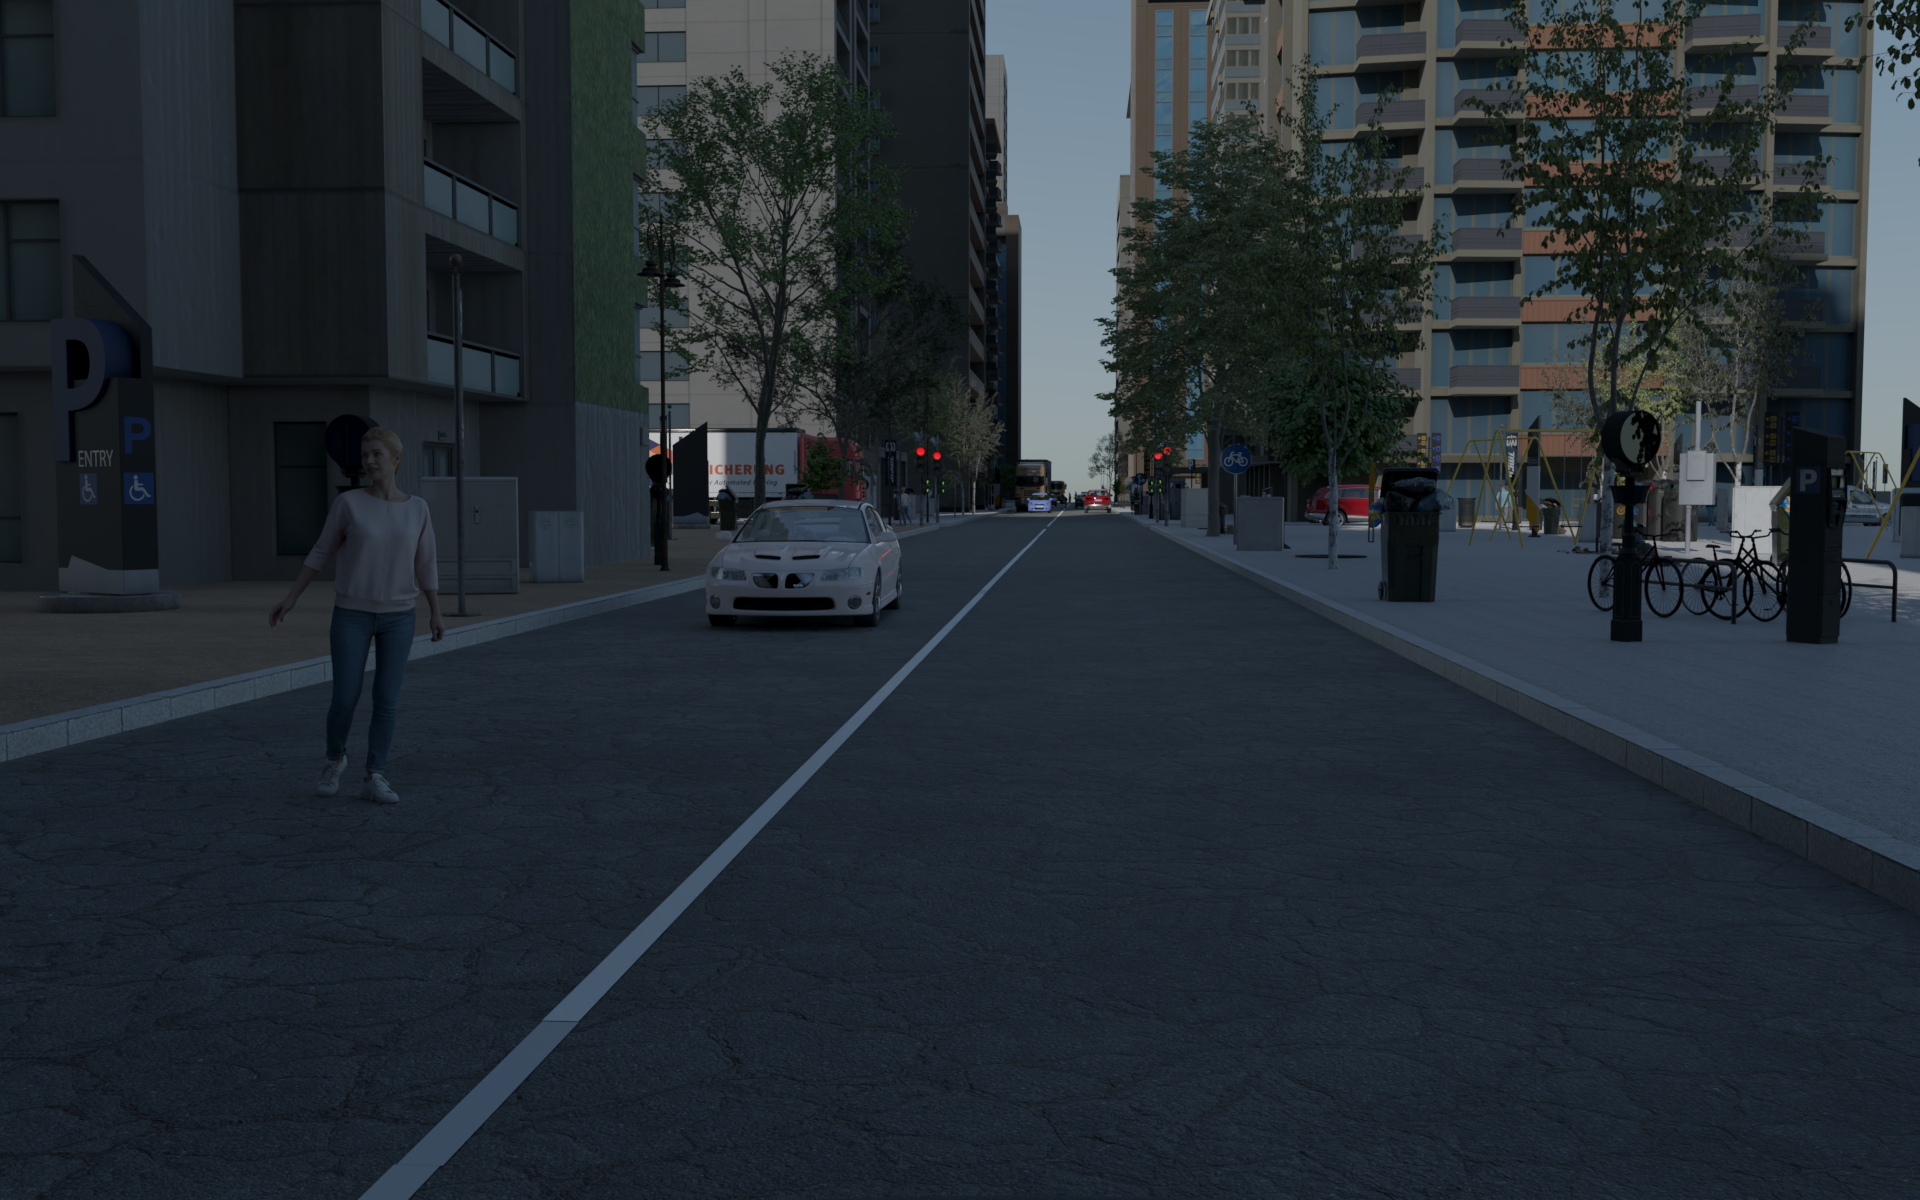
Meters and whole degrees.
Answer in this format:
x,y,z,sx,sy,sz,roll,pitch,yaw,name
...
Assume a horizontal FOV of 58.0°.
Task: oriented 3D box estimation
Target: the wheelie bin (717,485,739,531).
x,y,z,sx,sy,sz,roll,pitch,yaw,name
-8.180,-3.246,60.983,0.693,1.594,0.980,0,4,2,wheelie bin

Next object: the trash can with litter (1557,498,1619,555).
x,y,z,sx,sy,sz,roll,pitch,yaw,name
13.798,-1.614,37.448,1.678,1.210,2.233,-1,4,-13,trash can with litter

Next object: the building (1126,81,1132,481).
x,y,z,sx,sy,sz,roll,pitch,yaw,name
34.796,-37.978,210.174,28.713,52.752,27.495,0,4,4,building

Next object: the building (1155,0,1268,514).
x,y,z,sx,sy,sz,roll,pitch,yaw,name
29.242,-25.783,113.430,32.217,40.220,23.993,0,4,4,building

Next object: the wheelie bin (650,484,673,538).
x,y,z,sx,sy,sz,roll,pitch,yaw,name
-8.663,-2.566,49.865,0.693,1.594,0.980,1,4,22,wheelie bin

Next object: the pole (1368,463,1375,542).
x,y,z,sx,sy,sz,roll,pitch,yaw,name
10.910,-3.182,45.863,0.158,3.312,0.155,0,3,0,pole

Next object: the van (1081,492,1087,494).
x,y,z,sx,sy,sz,roll,pitch,yaw,name
21.087,-17.483,292.864,2.013,2.044,4.112,0,4,4,van

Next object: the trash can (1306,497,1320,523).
x,y,z,sx,sy,sz,roll,pitch,yaw,name
15.616,-3.948,76.195,0.748,1.137,0.748,0,3,0,trash can

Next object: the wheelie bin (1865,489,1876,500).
x,y,z,sx,sy,sz,roll,pitch,yaw,name
57.769,-6.250,110.092,0.693,1.594,0.980,1,4,9,wheelie bin

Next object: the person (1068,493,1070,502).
x,y,z,sx,sy,sz,roll,pitch,yaw,name
18.994,-17.783,300.046,0.445,1.727,0.742,0,4,3,person

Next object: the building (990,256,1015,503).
x,y,z,sx,sy,sz,roll,pitch,yaw,name
-7.112,-34.183,250.769,32.217,40.220,23.993,0,4,4,building

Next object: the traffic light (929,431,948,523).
x,y,z,sx,sy,sz,roll,pitch,yaw,name
-0.984,-5.418,77.497,0.839,4.253,0.868,0,4,4,traffic light

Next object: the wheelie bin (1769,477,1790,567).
x,y,z,sx,sy,sz,roll,pitch,yaw,name
14.792,-1.399,30.783,0.693,1.594,0.980,1,4,14,wheelie bin

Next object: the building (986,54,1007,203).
x,y,z,sx,sy,sz,roll,pitch,yaw,name
-0.351,-51.959,287.773,20.563,71.187,20.611,0,4,4,building

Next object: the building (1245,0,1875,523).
x,y,z,sx,sy,sz,roll,pitch,yaw,name
28.206,-26.387,86.053,28.867,44.769,22.147,0,4,4,building

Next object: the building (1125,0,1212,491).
x,y,z,sx,sy,sz,roll,pitch,yaw,name
20.946,-30.021,140.955,14.600,45.320,14.200,0,4,4,building

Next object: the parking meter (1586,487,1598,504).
x,y,z,sx,sy,sz,roll,pitch,yaw,name
21.648,-3.117,59.373,0.372,1.533,0.369,0,3,0,parking meter

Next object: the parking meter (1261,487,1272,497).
x,y,z,sx,sy,sz,roll,pitch,yaw,name
10.530,-3.122,59.452,0.372,1.533,0.369,0,3,0,parking meter

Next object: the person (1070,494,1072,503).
x,y,z,sx,sy,sz,roll,pitch,yaw,name
17.237,-15.740,269.070,0.599,1.433,0.991,-1,4,-10,person

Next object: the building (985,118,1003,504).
x,y,z,sx,sy,sz,roll,pitch,yaw,name
-6.521,-33.279,198.735,22.147,44.769,28.867,0,4,4,building

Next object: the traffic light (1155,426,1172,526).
x,y,z,sx,sy,sz,roll,pitch,yaw,name
8.205,-4.890,68.876,0.839,4.253,0.868,0,4,4,traffic light

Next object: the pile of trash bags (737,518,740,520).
x,y,z,sx,sy,sz,roll,pitch,yaw,name
-12.482,-4.619,85.275,3.447,1.369,1.912,1,4,9,pile of trash bags

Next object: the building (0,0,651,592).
x,y,z,sx,sy,sz,roll,pitch,yaw,name
-13.755,-21.039,27.583,14.154,41.232,14.086,0,4,4,building

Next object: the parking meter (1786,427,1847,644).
x,y,z,sx,sy,sz,roll,pitch,yaw,name
7.375,-0.562,14.907,0.255,1.863,0.399,-2,4,-30,parking meter

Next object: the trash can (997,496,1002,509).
x,y,z,sx,sy,sz,roll,pitch,yaw,name
3.338,-8.482,150.330,0.748,1.137,0.748,0,3,0,trash can

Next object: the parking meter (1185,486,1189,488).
x,y,z,sx,sy,sz,roll,pitch,yaw,name
16.934,-7.596,129.909,0.399,1.863,0.255,3,4,36,parking meter

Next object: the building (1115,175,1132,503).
x,y,z,sx,sy,sz,roll,pitch,yaw,name
33.287,-38.217,248.556,21.300,48.544,21.600,0,4,4,building

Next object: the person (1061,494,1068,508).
x,y,z,sx,sy,sz,roll,pitch,yaw,name
10.481,-9.896,173.530,0.697,1.427,0.421,-1,4,-21,person

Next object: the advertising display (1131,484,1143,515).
x,y,z,sx,sy,sz,roll,pitch,yaw,name
10.961,-6.249,107.384,0.123,1.923,0.974,-3,4,-37,advertising display

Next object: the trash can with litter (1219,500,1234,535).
x,y,z,sx,sy,sz,roll,pitch,yaw,name
8.467,-2.683,55.254,1.055,1.170,0.624,2,4,34,trash can with litter

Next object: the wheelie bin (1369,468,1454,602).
x,y,z,sx,sy,sz,roll,pitch,yaw,name
5.413,-0.784,20.731,0.980,1.594,0.693,0,4,4,wheelie bin

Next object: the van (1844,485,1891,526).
x,y,z,sx,sy,sz,roll,pitch,yaw,name
36.469,-3.927,71.218,4.112,2.044,2.013,0,4,4,van

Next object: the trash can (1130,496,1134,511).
x,y,z,sx,sy,sz,roll,pitch,yaw,name
13.297,-7.362,132.018,0.748,1.137,0.748,0,3,0,trash can

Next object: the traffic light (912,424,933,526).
x,y,z,sx,sy,sz,roll,pitch,yaw,name
-1.534,-4.930,69.531,0.839,4.253,0.868,0,4,4,traffic light

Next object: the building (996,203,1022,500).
x,y,z,sx,sy,sz,roll,pitch,yaw,name
2.425,-37.893,269.663,14.600,45.320,14.200,0,4,4,building

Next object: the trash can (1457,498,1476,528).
x,y,z,sx,sy,sz,roll,pitch,yaw,name
19.207,-3.304,65.679,0.748,1.137,0.748,0,3,0,trash can

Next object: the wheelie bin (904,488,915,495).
x,y,z,sx,sy,sz,roll,pitch,yaw,name
-2.868,-5.396,96.125,0.980,1.594,0.693,2,4,30,wheelie bin

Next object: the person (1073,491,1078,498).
x,y,z,sx,sy,sz,roll,pitch,yaw,name
15.894,-14.045,238.151,0.705,1.822,1.348,-2,4,-23,person

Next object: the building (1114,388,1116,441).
x,y,z,sx,sy,sz,roll,pitch,yaw,name
38.605,-26.280,274.708,27.650,21.520,28.899,0,4,4,building

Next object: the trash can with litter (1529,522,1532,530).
x,y,z,sx,sy,sz,roll,pitch,yaw,name
20.509,-3.064,61.490,0.624,1.170,1.055,1,4,16,trash can with litter

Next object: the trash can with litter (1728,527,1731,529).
x,y,z,sx,sy,sz,roll,pitch,yaw,name
28.734,-3.255,64.279,2.233,1.210,1.678,-3,4,-38,trash can with litter

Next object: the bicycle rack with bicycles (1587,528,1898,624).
x,y,z,sx,sy,sz,roll,pitch,yaw,name
8.250,-0.276,17.889,2.852,0.926,2.925,-1,4,-8,bicycle rack with bicycles

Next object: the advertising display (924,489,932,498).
x,y,z,sx,sy,sz,roll,pitch,yaw,name
-2.113,-6.683,114.487,0.123,1.923,0.974,2,4,28,advertising display

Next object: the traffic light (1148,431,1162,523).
x,y,z,sx,sy,sz,roll,pitch,yaw,name
8.756,-5.377,76.843,0.839,4.253,0.868,0,4,4,traffic light

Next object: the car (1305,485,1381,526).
x,y,z,sx,sy,sz,roll,pitch,yaw,name
16.930,-3.840,71.452,5.304,1.827,2.281,0,4,6,car

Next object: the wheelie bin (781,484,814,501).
x,y,z,sx,sy,sz,roll,pitch,yaw,name
-4.890,-2.702,52.093,0.980,1.594,0.693,0,4,-2,wheelie bin

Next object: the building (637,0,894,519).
x,y,z,sx,sy,sz,roll,pitch,yaw,name
-13.646,-40.355,98.048,20.563,71.187,20.611,0,4,4,building

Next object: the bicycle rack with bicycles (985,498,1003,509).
x,y,z,sx,sy,sz,roll,pitch,yaw,name
2.667,-8.220,147.786,2.852,0.926,2.925,0,4,2,bicycle rack with bicycles

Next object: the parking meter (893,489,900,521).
x,y,z,sx,sy,sz,roll,pitch,yaw,name
-3.046,-4.634,84.171,0.372,1.533,0.369,0,3,0,parking meter

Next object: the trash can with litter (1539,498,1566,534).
x,y,z,sx,sy,sz,roll,pitch,yaw,name
18.833,-2.668,55.001,0.624,1.170,1.055,3,5,41,trash can with litter

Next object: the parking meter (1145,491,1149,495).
x,y,z,sx,sy,sz,roll,pitch,yaw,name
12.787,-6.684,117.700,0.372,1.533,0.369,0,3,0,parking meter

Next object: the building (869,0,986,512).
x,y,z,sx,sy,sz,roll,pitch,yaw,name
-9.276,-31.032,131.070,21.300,48.544,21.600,0,4,4,building
